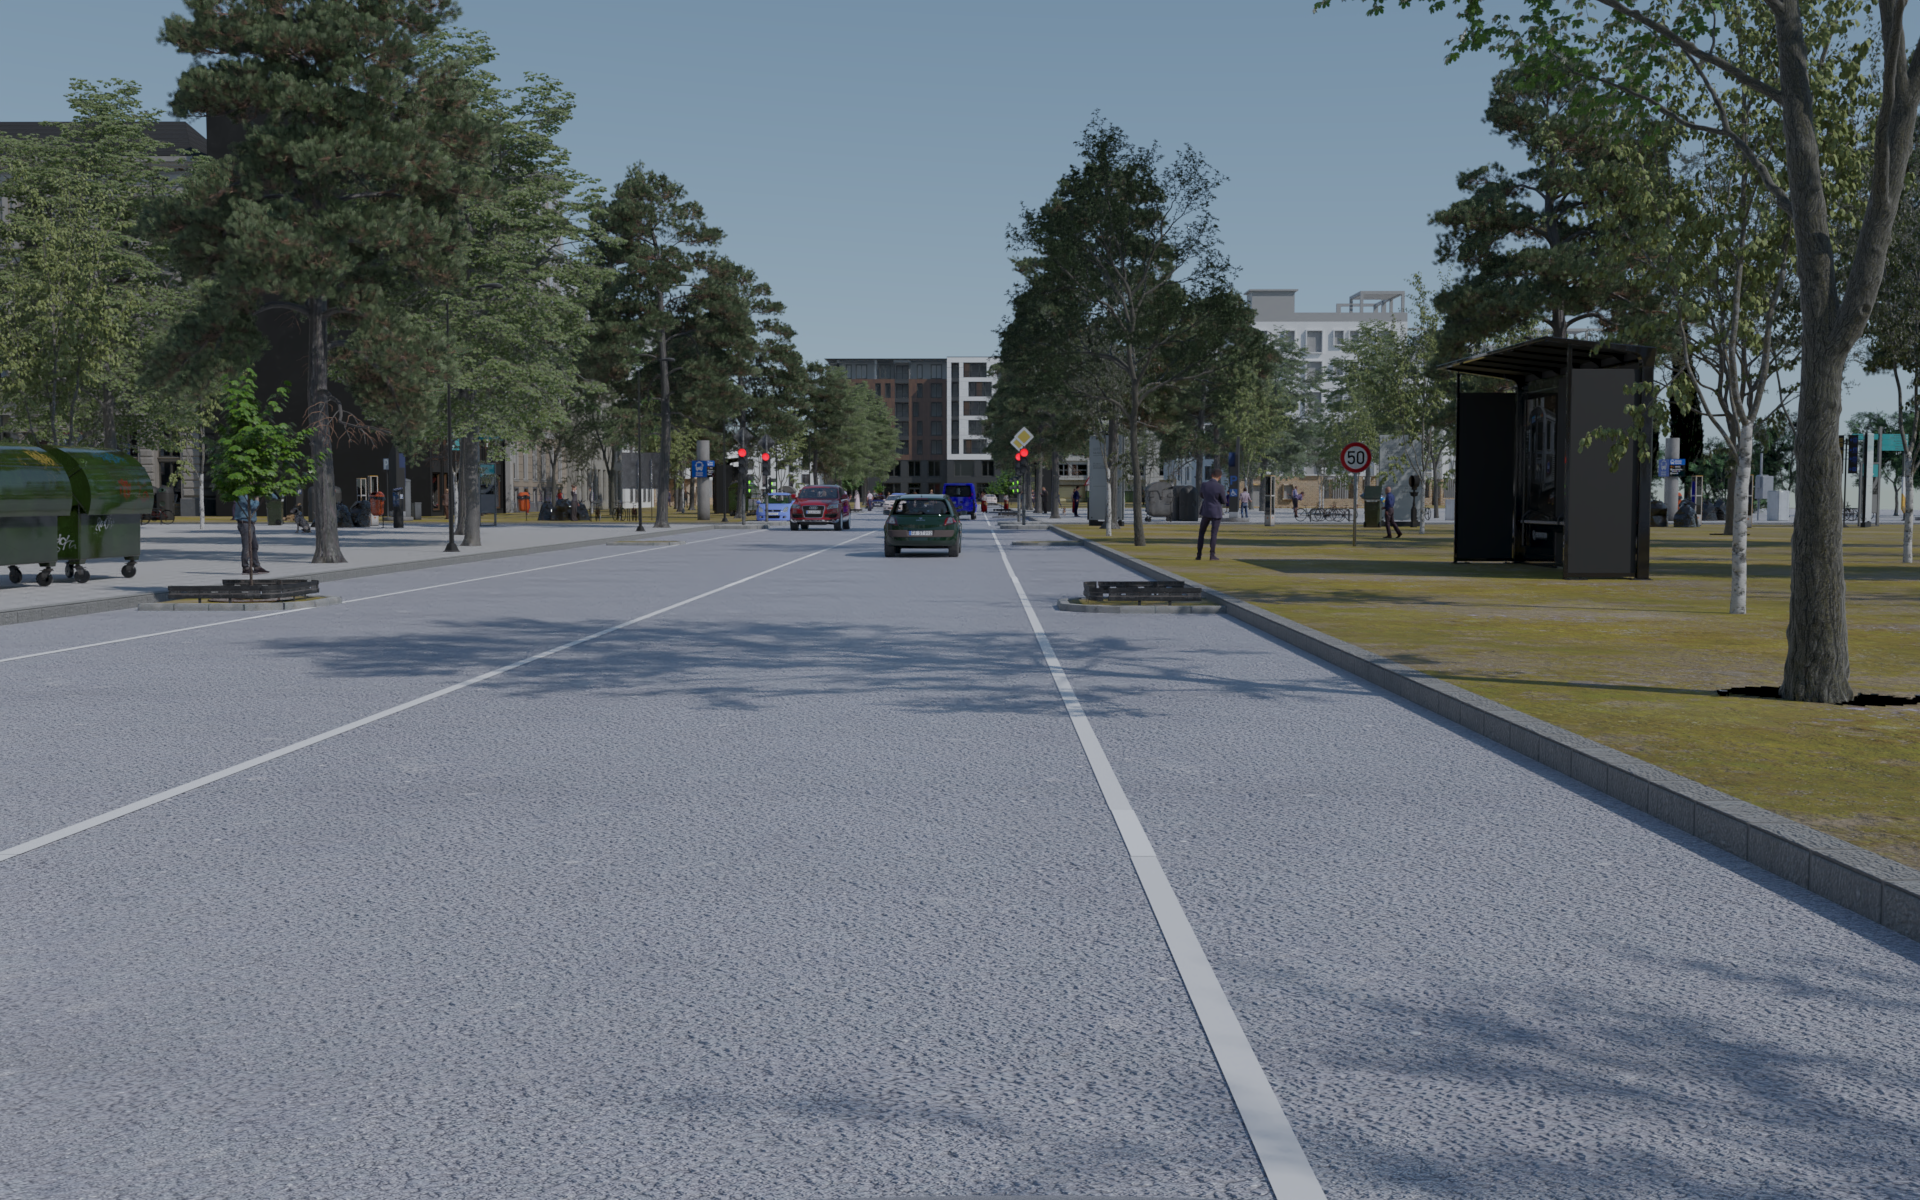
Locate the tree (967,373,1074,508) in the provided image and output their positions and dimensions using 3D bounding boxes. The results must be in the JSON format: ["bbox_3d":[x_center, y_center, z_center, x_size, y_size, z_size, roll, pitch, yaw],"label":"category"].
[{"bbox_3d":[5.744,-14.465,146.866,12.009,13.543,11.850,0,3,0],"label":"tree"}]

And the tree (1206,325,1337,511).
[{"bbox_3d":[22.824,-13.618,129.317,9.857,13.997,8.962,0,3,0],"label":"tree"}]

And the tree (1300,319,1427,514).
[{"bbox_3d":[26.887,-11.869,112.185,7.486,12.596,7.792,0,3,0],"label":"tree"}]

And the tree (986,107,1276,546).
[{"bbox_3d":[4.103,-6.610,42.488,7.601,10.594,8.767,0,4,4],"label":"tree"}]

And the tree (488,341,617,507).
[{"bbox_3d":[-21.402,-9.525,90.144,8.767,10.594,7.601,1,4,13],"label":"tree"}]

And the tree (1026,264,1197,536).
[{"bbox_3d":[4.380,-6.258,52.680,4.360,8.622,3.978,0,3,0],"label":"tree"}]

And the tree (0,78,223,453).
[{"bbox_3d":[-23.470,-7.904,47.358,7.486,12.596,7.792,0,3,0],"label":"tree"}]

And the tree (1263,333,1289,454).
[{"bbox_3d":[15.362,-12.039,104.266,7.806,13.903,7.818,0,3,0],"label":"tree"}]

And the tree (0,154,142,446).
[{"bbox_3d":[-19.677,-5.338,37.645,4.737,8.622,4.395,0,3,0],"label":"tree"}]

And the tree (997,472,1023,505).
[{"bbox_3d":[5.986,-13.275,200.763,4.285,4.588,4.351,0,3,0],"label":"tree"}]

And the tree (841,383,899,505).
[{"bbox_3d":[-10.599,-17.727,197.260,7.806,13.903,7.818,0,3,0],"label":"tree"}]

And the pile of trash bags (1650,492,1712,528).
[{"bbox_3d":[27.200,-3.550,67.796,3.447,1.369,1.912,3,5,44],"label":"pile of trash bags"}]

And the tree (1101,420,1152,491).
[{"bbox_3d":[12.566,-11.284,134.850,4.737,8.622,4.395,0,3,0],"label":"tree"}]

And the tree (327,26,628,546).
[{"bbox_3d":[-12.161,-7.628,42.848,7.486,12.596,7.792,0,3,0],"label":"tree"}]

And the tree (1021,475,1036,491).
[{"bbox_3d":[6.697,-13.776,175.593,4.737,8.622,4.395,0,3,0],"label":"tree"}]

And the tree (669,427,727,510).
[{"bbox_3d":[-24.262,-13.788,147.490,6.751,12.117,7.091,0,3,0],"label":"tree"}]

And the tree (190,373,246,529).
[{"bbox_3d":[-27.978,-6.898,63.139,4.737,8.622,4.395,0,3,0],"label":"tree"}]

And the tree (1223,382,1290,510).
[{"bbox_3d":[23.988,-13.644,141.201,7.486,12.596,7.792,0,3,0],"label":"tree"}]

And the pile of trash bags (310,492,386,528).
[{"bbox_3d":[-23.358,-3.480,66.656,3.447,1.369,1.912,2,4,31],"label":"pile of trash bags"}]

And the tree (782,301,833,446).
[{"bbox_3d":[-11.447,-11.227,90.984,7.806,13.903,7.818,0,3,0],"label":"tree"}]

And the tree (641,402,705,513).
[{"bbox_3d":[-18.848,-10.134,116.059,4.737,8.622,4.395,0,3,0],"label":"tree"}]

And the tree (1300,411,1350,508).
[{"bbox_3d":[31.795,-12.359,152.431,4.360,8.622,3.978,0,3,0],"label":"tree"}]

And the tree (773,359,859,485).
[{"bbox_3d":[-11.537,-13.222,138.231,6.751,12.117,7.091,0,3,0],"label":"tree"}]

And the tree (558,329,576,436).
[{"bbox_3d":[-15.449,-8.063,53.890,6.751,12.117,7.091,0,3,0],"label":"tree"}]

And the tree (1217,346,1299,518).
[{"bbox_3d":[14.242,-8.240,85.093,4.737,8.622,4.395,0,3,0],"label":"tree"}]

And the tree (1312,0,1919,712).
[{"bbox_3d":[5.504,-5.186,10.543,9.928,11.665,9.643,0,3,0],"label":"tree"}]

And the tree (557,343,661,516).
[{"bbox_3d":[-20.803,-10.810,102.496,9.928,11.665,9.643,0,3,0],"label":"tree"}]

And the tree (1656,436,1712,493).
[{"bbox_3d":[54.092,-11.088,144.189,20.602,7.101,11.467,1,4,16],"label":"tree"}]

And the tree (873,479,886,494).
[{"bbox_3d":[-10.375,-13.703,218.643,1.663,3.219,1.824,0,3,0],"label":"tree"}]

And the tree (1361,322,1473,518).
[{"bbox_3d":[25.406,-9.630,91.859,8.767,10.594,7.601,1,4,20],"label":"tree"}]

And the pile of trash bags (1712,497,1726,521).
[{"bbox_3d":[35.779,-4.560,84.306,1.912,1.369,3.447,-1,4,-17],"label":"pile of trash bags"}]

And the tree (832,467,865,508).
[{"bbox_3d":[-10.741,-10.994,163.461,4.285,4.588,4.351,0,3,0],"label":"tree"}]

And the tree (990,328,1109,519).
[{"bbox_3d":[4.984,-10.287,90.240,6.751,12.117,7.091,0,3,0],"label":"tree"}]

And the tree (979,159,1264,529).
[{"bbox_3d":[5.437,-9.523,63.127,7.806,13.903,7.818,0,3,0],"label":"tree"}]

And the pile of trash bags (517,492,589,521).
[{"bbox_3d":[-19.685,-4.500,83.334,3.447,1.369,1.912,-3,5,-41],"label":"pile of trash bags"}]

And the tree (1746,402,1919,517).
[{"bbox_3d":[53.349,-8.261,97.968,20.602,7.101,11.467,-3,5,-39],"label":"tree"}]

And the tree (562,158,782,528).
[{"bbox_3d":[-11.165,-9.666,65.457,7.806,13.903,7.818,0,3,0],"label":"tree"}]

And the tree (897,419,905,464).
[{"bbox_3d":[-9.602,-16.437,186.876,7.486,12.596,7.792,0,3,0],"label":"tree"}]

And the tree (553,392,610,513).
[{"bbox_3d":[-27.740,-10.680,124.975,4.360,8.622,3.978,0,3,0],"label":"tree"}]

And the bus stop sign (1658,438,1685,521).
[{"bbox_3d":[33.469,-5.655,81.471,0.837,3.901,0.837,-1,4,-13],"label":"bus stop sign"}]

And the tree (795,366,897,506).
[{"bbox_3d":[-10.911,-14.402,153.600,7.486,12.596,7.792,0,3,0],"label":"tree"}]

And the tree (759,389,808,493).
[{"bbox_3d":[-11.480,-9.829,111.063,4.737,8.622,4.395,0,3,0],"label":"tree"}]

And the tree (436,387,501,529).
[{"bbox_3d":[-18.306,-6.871,62.699,4.360,8.622,3.978,0,3,0],"label":"tree"}]

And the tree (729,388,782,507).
[{"bbox_3d":[-12.626,-9.551,106.517,4.360,8.622,3.978,0,3,0],"label":"tree"}]

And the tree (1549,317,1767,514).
[{"bbox_3d":[46.627,-13.344,119.991,13.155,14.587,18.604,-2,4,-34],"label":"tree"}]

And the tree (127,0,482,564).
[{"bbox_3d":[-11.877,-6.721,31.940,6.751,12.117,7.091,0,3,0],"label":"tree"}]

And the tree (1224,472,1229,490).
[{"bbox_3d":[23.727,-12.103,148.253,4.360,8.622,3.978,0,3,0],"label":"tree"}]

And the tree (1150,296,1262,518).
[{"bbox_3d":[12.870,-10.448,92.878,6.751,12.117,7.091,0,3,0],"label":"tree"}]
